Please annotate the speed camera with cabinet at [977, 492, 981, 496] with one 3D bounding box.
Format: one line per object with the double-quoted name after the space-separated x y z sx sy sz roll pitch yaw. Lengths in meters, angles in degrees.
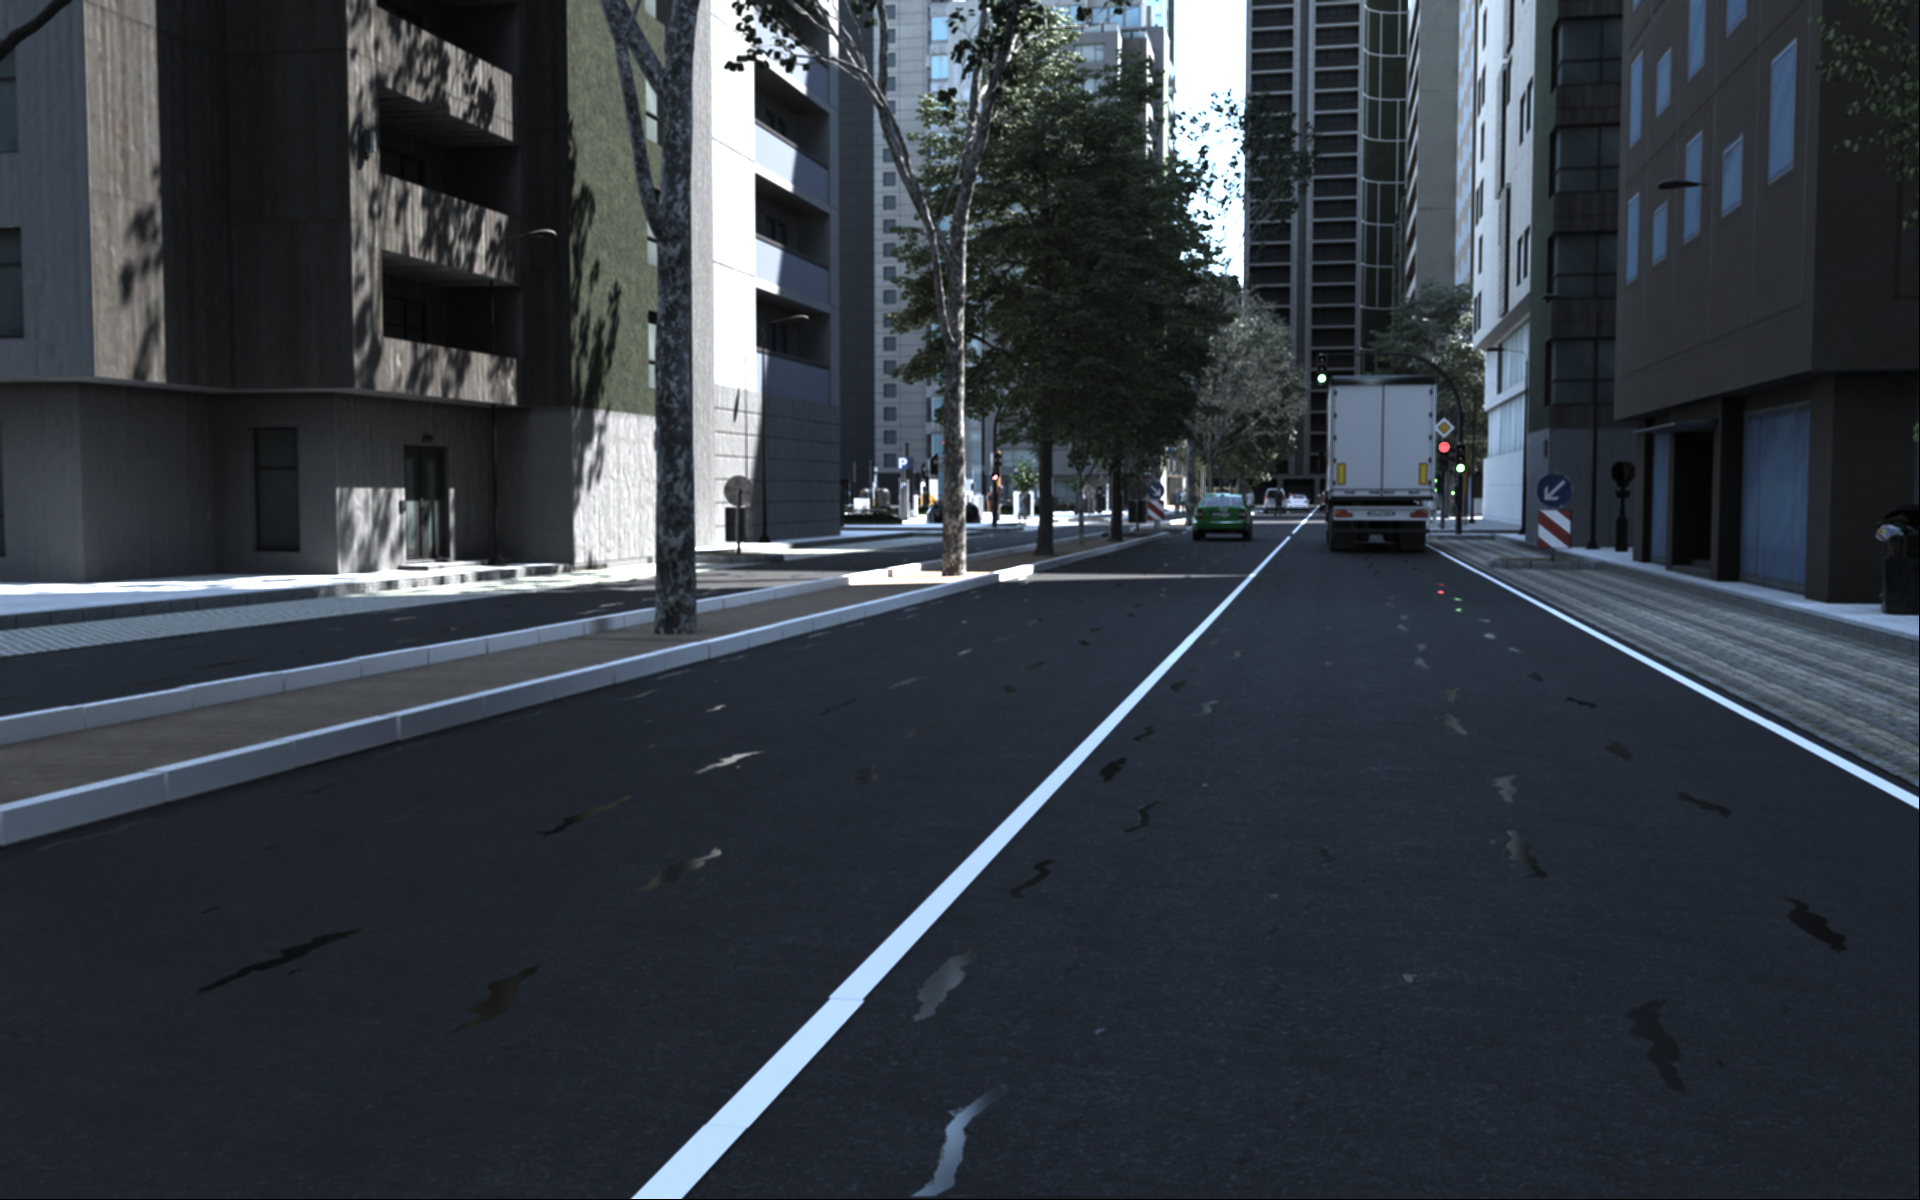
1.155 -9.037 142.089 0.660 3.252 2.038 1 4 20 "speed camera with cabinet"

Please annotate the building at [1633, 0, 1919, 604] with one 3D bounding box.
17.982 -22.875 24.111 14.600 45.320 14.200 1 4 12 "building"

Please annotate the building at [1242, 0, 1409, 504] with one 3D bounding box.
48.196 -48.337 228.557 20.611 71.187 20.563 1 4 12 "building"

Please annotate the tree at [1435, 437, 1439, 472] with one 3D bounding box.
35.209 -11.063 131.242 4.360 8.622 3.978 0 3 0 "tree"

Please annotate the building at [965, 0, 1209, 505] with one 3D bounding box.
13.643 -54.655 206.284 31.000 86.520 22.319 1 4 12 "building"

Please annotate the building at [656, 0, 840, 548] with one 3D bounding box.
-18.363 -31.119 50.801 28.212 58.520 21.231 1 4 12 "building"

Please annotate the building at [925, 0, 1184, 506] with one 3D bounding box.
9.613 -33.731 171.108 23.786 49.044 30.456 1 4 12 "building"

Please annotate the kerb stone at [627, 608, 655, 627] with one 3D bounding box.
-3.536 0.195 19.012 0.120 0.150 1.000 1 4 12 "kerb stone"

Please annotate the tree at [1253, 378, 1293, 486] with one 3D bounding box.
20.283 -12.462 124.345 7.486 12.596 7.792 0 3 0 "tree"

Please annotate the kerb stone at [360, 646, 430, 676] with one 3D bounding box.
-4.608 0.502 13.982 0.120 0.150 1.000 1 4 12 "kerb stone"

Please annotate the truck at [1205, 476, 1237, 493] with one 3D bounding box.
24.404 -9.973 158.976 3.469 3.379 9.791 1 4 11 "truck"

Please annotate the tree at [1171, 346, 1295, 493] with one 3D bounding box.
15.523 -10.100 102.003 8.767 10.594 7.601 1 4 12 "tree"

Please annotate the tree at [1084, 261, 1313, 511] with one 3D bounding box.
13.029 -10.803 89.460 12.009 13.543 11.850 0 3 0 "tree"

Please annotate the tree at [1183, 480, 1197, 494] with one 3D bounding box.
25.437 -12.156 193.350 1.663 3.219 1.824 0 3 0 "tree"

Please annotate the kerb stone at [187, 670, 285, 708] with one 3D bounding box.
-5.037 0.625 11.983 0.120 0.150 1.000 1 4 12 "kerb stone"

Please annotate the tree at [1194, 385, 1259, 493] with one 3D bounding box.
16.962 -9.501 108.154 4.737 8.622 4.395 0 3 0 "tree"

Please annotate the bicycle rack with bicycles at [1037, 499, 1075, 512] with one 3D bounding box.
6.903 -6.619 121.608 2.925 0.926 2.852 0 4 5 "bicycle rack with bicycles"

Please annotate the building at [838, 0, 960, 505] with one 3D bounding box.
-11.748 -47.305 211.694 20.611 71.187 20.563 1 4 12 "building"

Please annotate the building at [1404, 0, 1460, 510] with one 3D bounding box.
48.916 -31.927 145.711 21.300 48.544 21.600 1 4 12 "building"

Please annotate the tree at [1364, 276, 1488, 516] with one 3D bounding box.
28.066 -11.772 99.121 9.857 13.997 8.962 0 3 0 "tree"

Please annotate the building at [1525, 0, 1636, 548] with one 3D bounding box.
22.495 -16.790 46.214 14.160 30.474 14.107 1 4 12 "building"

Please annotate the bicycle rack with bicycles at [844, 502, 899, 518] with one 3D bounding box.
-4.128 -3.874 76.724 2.925 0.926 2.852 -1 4 -17 "bicycle rack with bicycles"

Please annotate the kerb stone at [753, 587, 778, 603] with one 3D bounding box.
-2.673 -0.051 23.022 0.120 0.150 1.000 1 4 12 "kerb stone"

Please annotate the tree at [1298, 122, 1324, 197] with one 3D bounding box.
9.055 -13.330 76.292 12.611 20.169 13.585 0 3 0 "tree"

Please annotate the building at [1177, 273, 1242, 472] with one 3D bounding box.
30.128 -28.041 230.179 14.107 30.474 14.160 1 4 12 "building"

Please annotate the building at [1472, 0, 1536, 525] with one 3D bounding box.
36.151 -29.531 72.064 27.495 52.752 28.713 1 4 12 "building"

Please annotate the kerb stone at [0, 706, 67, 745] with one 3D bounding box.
-5.455 0.747 9.982 0.120 0.150 1.000 1 4 12 "kerb stone"

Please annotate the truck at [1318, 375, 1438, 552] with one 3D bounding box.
11.086 -3.520 46.466 2.839 4.237 11.283 1 4 11 "truck"

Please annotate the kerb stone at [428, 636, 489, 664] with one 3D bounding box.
-4.393 0.444 14.983 0.120 0.150 1.000 1 4 12 "kerb stone"

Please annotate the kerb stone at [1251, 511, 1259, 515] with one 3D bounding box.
21.360 -6.308 125.358 0.120 0.150 1.000 1 4 12 "kerb stone"

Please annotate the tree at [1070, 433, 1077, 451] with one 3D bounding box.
12.600 -13.583 132.452 12.009 13.543 11.850 0 3 0 "tree"

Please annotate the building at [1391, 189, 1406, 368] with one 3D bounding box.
48.826 -24.037 164.709 14.160 30.474 14.107 1 4 12 "building"

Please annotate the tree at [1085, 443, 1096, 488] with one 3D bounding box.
10.339 -10.615 123.911 4.360 8.622 3.978 0 3 0 "tree"

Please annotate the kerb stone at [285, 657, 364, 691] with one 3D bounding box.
-4.817 0.570 12.982 0.120 0.150 1.000 1 4 12 "kerb stone"

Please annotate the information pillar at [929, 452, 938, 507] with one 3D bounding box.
-1.449 -6.411 96.175 0.504 3.616 0.183 -1 4 -23 "information pillar"

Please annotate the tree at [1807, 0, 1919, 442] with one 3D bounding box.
9.763 -3.927 14.563 4.737 8.622 4.395 0 3 0 "tree"

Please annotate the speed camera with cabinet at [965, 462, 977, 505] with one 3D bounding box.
0.324 -6.741 104.551 0.660 3.252 2.038 1 4 12 "speed camera with cabinet"

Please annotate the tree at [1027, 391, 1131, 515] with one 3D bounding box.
7.568 -10.591 107.582 7.601 10.594 8.767 1 4 9 "tree"

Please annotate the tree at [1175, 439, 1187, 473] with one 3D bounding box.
25.077 -14.503 187.485 4.737 8.622 4.395 0 3 0 "tree"

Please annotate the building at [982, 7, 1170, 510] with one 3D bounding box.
10.138 -28.424 148.331 14.154 41.232 14.086 1 4 12 "building"

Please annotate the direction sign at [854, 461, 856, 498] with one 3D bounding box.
-7.327 -7.857 120.459 0.379 3.537 0.876 -1 4 -10 "direction sign"

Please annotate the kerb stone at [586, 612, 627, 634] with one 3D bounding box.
-3.746 0.256 18.008 0.120 0.150 1.000 1 4 12 "kerb stone"

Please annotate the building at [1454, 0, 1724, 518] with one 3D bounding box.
39.965 -28.293 112.698 14.600 45.320 14.200 1 4 12 "building"

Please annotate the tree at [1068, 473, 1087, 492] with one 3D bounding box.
9.698 -8.928 140.574 1.663 3.219 1.824 0 3 0 "tree"

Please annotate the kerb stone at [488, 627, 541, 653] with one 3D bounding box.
-4.171 0.382 15.993 0.120 0.150 1.000 1 4 12 "kerb stone"

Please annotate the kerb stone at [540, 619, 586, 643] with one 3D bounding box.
-3.962 0.318 16.997 0.120 0.150 1.000 1 4 12 "kerb stone"

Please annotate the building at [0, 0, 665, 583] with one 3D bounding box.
-14.417 -15.823 30.407 14.160 30.474 14.107 1 4 12 "building"

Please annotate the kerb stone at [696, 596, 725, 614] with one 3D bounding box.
-3.106 0.072 21.012 0.120 0.150 1.000 1 4 12 "kerb stone"

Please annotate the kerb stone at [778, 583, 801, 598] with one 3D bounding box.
-2.454 -0.112 24.025 0.120 0.150 1.000 1 4 12 "kerb stone"

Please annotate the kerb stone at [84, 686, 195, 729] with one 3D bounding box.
-5.242 0.692 10.982 0.120 0.150 1.000 1 4 12 "kerb stone"

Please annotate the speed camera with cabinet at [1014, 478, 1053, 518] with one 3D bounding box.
3.931 -6.024 92.832 2.038 3.252 0.660 -1 4 -15 "speed camera with cabinet"

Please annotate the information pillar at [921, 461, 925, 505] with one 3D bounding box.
-2.648 -8.098 123.763 0.183 3.616 0.504 2 4 30 "information pillar"

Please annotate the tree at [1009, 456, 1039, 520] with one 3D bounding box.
3.107 -5.649 86.967 1.663 3.219 1.824 0 3 0 "tree"

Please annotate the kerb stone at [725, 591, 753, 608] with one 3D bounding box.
-2.883 0.011 22.009 0.120 0.150 1.000 1 4 12 "kerb stone"

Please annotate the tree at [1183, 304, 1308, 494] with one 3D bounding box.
18.683 -12.635 115.691 9.857 13.997 8.962 0 3 0 "tree"
